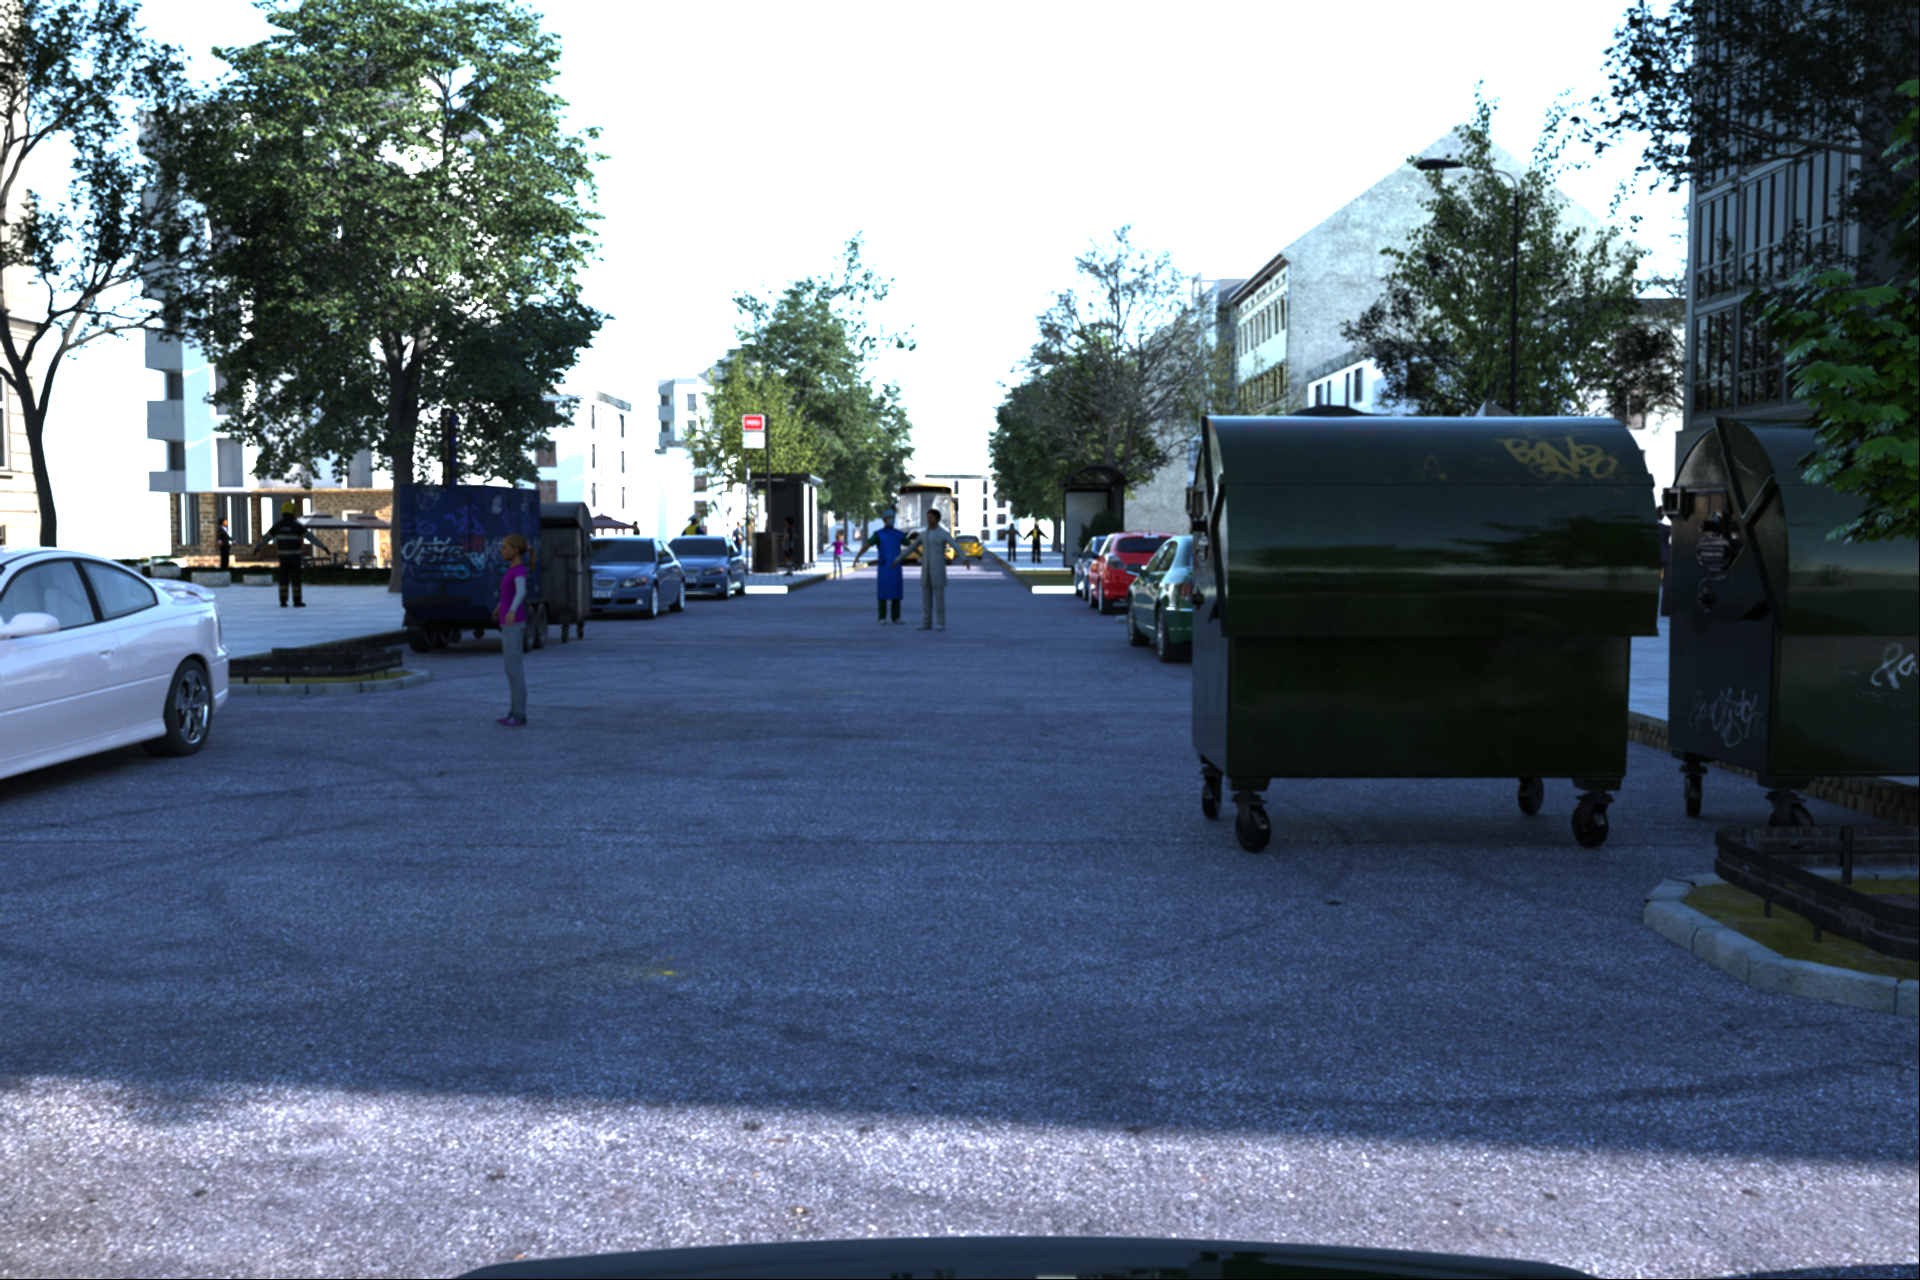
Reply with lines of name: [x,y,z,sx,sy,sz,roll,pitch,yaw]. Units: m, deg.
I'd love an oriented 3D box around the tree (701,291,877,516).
tree: [-8.938,-11.372,92.592,9.857,13.997,8.962,0,3,0]

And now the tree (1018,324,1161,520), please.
tree: [6.901,-10.667,92.526,7.486,12.596,7.792,0,3,0]

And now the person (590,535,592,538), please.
person: [-17.870,-4.613,81.563,1.346,1.812,0.704,-2,4,-29]

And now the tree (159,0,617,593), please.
tree: [-12.180,-8.025,37.870,9.857,13.997,8.962,0,3,0]

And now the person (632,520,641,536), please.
person: [-12.270,-3.622,65.451,0.704,1.802,1.346,0,4,5]

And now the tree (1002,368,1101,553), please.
tree: [6.679,-12.154,116.850,7.486,12.596,7.792,0,3,0]

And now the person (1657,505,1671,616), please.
person: [11.086,-1.239,27.105,0.742,1.727,0.445,0,4,6]

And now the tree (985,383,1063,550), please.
tree: [6.439,-14.449,142.901,9.857,13.997,8.962,0,3,0]

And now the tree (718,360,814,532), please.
tree: [-8.635,-7.593,74.509,4.737,8.622,4.395,0,3,0]

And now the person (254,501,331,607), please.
person: [-11.781,-1.511,30.476,1.351,1.858,0.704,0,3,0]

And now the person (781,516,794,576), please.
person: [-5.300,-2.885,53.310,0.704,1.843,1.345,0,4,3]

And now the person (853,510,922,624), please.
person: [-1.107,-1.162,27.575,1.347,1.817,0.704,-2,4,-26]

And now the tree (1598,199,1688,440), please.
tree: [24.998,-8.900,55.890,12.009,13.543,11.850,0,3,0]

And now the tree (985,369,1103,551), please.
tree: [6.974,-13.507,127.500,9.857,13.997,8.962,0,3,0]

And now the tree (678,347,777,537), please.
tree: [-9.284,-7.248,68.864,4.737,8.622,4.395,0,3,0]

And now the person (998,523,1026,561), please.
person: [2.438,-4.598,81.313,1.348,1.813,0.705,0,4,2]

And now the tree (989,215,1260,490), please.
tree: [6.165,-9.623,67.708,12.009,13.543,11.850,0,3,0]

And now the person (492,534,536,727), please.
person: [-3.396,-0.075,12.942,0.599,1.433,0.991,-1,4,-20]

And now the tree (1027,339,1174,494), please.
tree: [6.713,-9.106,83.296,7.601,10.594,8.767,-1,4,-21]

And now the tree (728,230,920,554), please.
tree: [-8.543,-15.491,109.162,12.611,20.169,13.585,0,3,0]

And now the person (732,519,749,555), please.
person: [-8.400,-3.669,65.849,0.705,1.847,1.347,-2,4,-32]

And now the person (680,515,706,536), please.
person: [-7.532,-2.641,49.152,1.349,1.833,0.705,2,4,31]

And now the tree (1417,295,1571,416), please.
tree: [15.439,-6.152,50.955,4.737,8.622,4.395,0,3,0]

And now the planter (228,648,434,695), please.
planter: [-6.134,0.289,16.420,1.991,0.319,1.994,0,4,1]

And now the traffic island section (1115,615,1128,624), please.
traffic island section: [3.543,-0.321,28.120,1.991,0.108,1.994,0,4,1]

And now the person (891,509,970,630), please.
person: [-0.411,-1.056,25.902,1.347,1.806,0.705,2,4,29]

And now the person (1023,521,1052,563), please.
person: [3.392,-4.339,76.723,1.354,1.856,0.705,2,4,24]

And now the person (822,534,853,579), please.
person: [-3.876,-2.635,54.804,0.991,1.433,0.599,-1,4,-15]

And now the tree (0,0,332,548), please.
tree: [-12.192,-5.404,22.768,7.601,10.594,8.767,2,4,31]

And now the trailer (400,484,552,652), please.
trailer: [-5.911,-0.825,20.541,1.471,1.999,3.904,0,3,0]

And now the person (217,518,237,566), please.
person: [-20.991,-2.623,49.604,0.721,1.740,1.216,0,4,-3]

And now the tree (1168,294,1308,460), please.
tree: [8.010,-6.308,53.503,4.360,8.622,3.978,0,3,0]

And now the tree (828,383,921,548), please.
tree: [-8.171,-14.701,147.011,9.857,13.997,8.962,0,3,0]

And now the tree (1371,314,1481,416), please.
tree: [16.038,-6.560,57.610,4.360,8.622,3.978,0,3,0]

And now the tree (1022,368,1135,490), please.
tree: [7.266,-10.844,103.058,9.928,11.665,9.643,0,3,0]

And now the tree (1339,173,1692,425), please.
tree: [14.018,-6.696,43.900,8.767,10.594,7.601,0,4,8]
